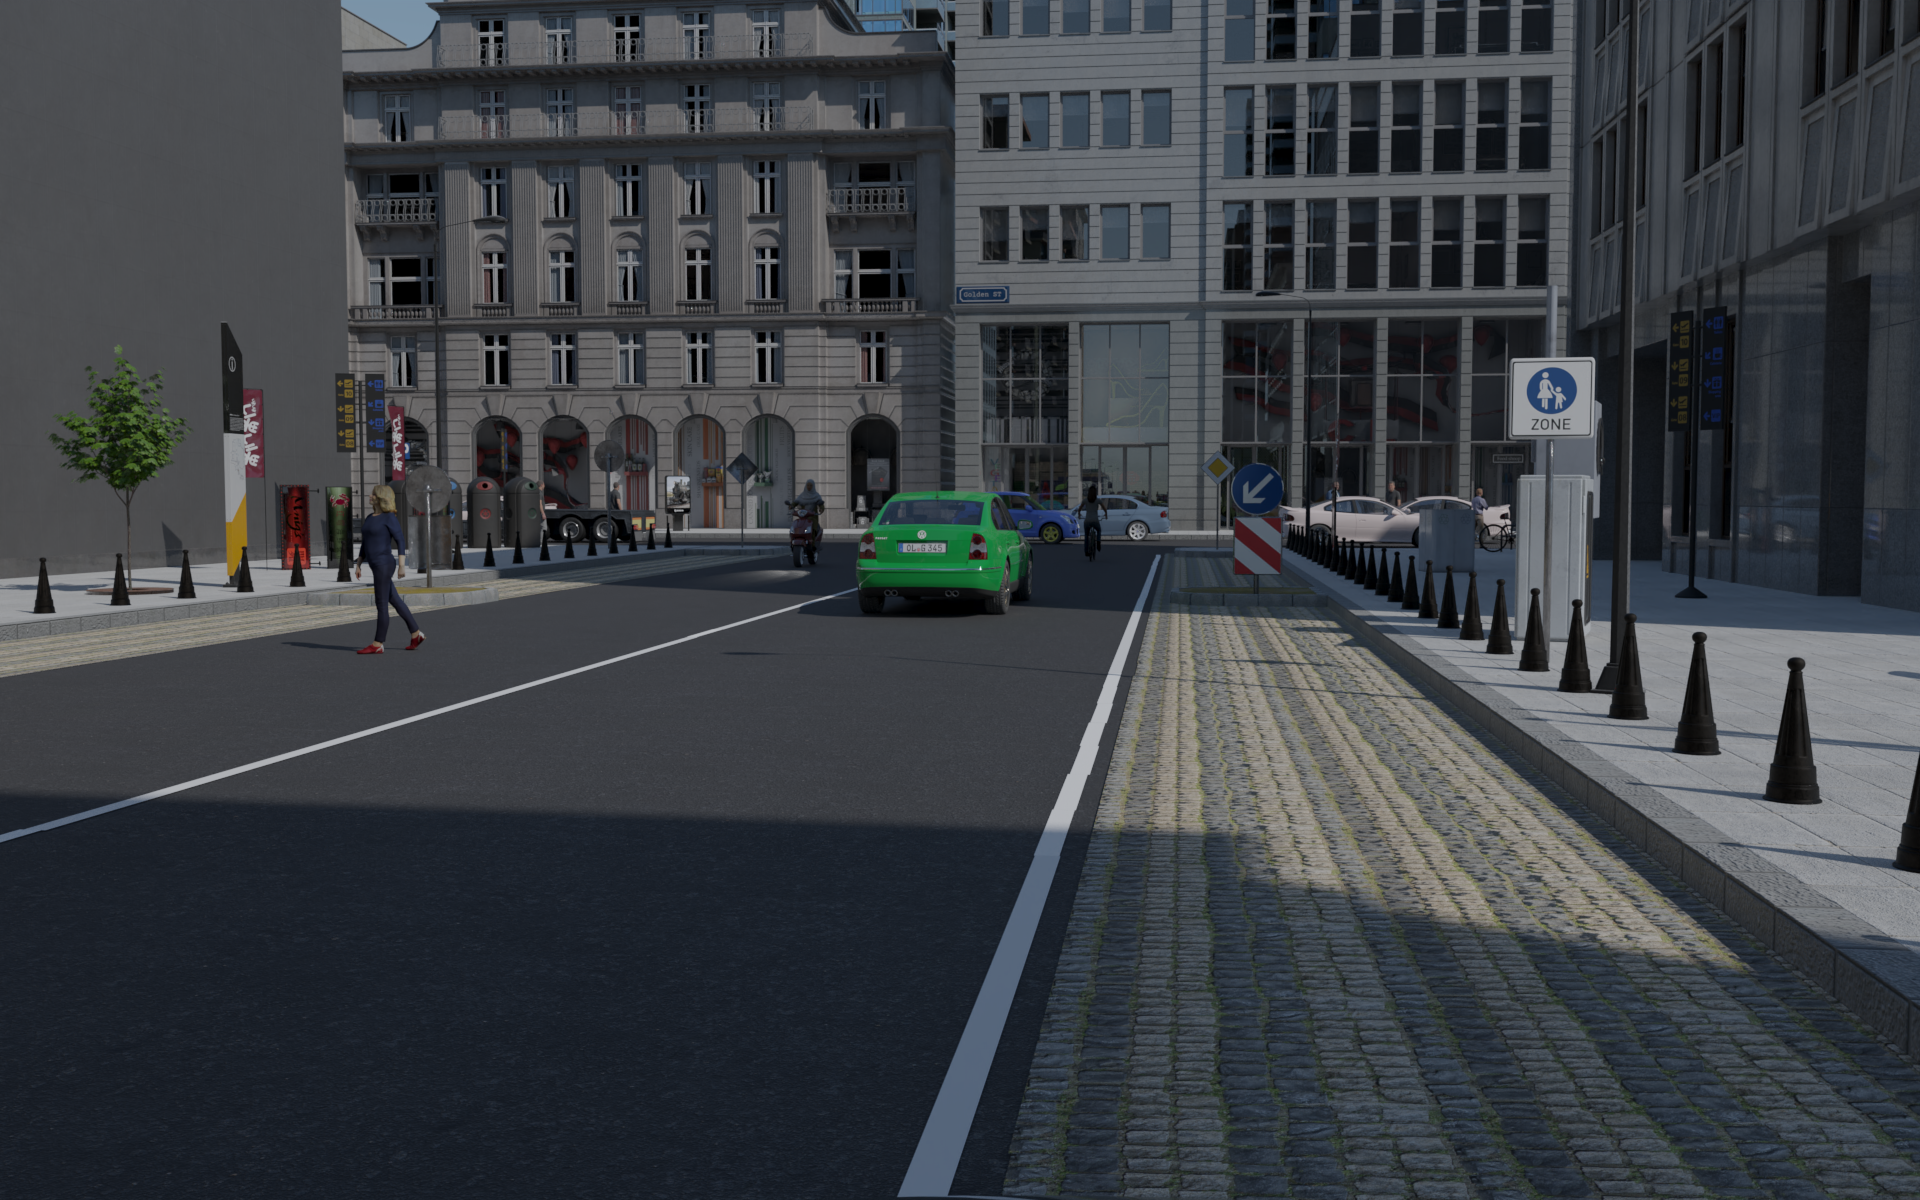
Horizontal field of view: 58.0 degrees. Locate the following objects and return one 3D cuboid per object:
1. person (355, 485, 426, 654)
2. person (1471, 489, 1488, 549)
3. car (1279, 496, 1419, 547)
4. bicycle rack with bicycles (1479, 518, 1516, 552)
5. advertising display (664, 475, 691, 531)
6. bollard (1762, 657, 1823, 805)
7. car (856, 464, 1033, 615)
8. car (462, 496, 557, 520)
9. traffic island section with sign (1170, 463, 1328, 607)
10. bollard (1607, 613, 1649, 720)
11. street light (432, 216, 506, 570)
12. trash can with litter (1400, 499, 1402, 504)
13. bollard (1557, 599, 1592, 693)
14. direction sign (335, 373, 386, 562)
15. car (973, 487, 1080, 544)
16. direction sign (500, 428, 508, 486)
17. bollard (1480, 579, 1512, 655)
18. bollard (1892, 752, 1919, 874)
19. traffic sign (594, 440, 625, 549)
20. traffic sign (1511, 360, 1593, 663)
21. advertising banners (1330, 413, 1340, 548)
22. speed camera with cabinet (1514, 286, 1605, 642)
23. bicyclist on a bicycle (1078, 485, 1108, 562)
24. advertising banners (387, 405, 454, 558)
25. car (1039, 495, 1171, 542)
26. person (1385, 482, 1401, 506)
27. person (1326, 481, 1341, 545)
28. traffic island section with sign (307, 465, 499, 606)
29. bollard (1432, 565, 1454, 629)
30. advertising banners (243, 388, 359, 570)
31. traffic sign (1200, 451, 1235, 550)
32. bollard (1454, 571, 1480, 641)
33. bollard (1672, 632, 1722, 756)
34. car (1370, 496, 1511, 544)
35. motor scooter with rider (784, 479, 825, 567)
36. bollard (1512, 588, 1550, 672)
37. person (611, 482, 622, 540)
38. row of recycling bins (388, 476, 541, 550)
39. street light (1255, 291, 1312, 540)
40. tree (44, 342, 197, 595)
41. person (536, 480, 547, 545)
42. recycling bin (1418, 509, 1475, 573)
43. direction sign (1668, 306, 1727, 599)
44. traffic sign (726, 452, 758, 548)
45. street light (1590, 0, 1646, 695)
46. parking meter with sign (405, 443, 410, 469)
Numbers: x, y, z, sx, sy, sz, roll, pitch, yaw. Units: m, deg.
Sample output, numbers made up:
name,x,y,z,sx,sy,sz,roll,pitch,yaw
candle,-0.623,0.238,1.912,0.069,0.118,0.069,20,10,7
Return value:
name,x,y,z,sx,sy,sz,roll,pitch,yaw
person,-5.161,-0.283,15.664,0.480,1.512,0.613,2,4,26
person,13.650,-2.143,45.608,0.319,1.574,0.516,-2,4,-31
car,11.020,-2.106,46.798,4.827,1.381,2.083,1,4,8
bicycle rack with bicycles,13.233,-1.539,38.552,2.925,0.926,2.852,2,4,26
advertising display,-9.763,-3.346,59.915,0.974,1.923,0.123,-3,5,-40
bollard,3.488,0.538,7.240,0.229,0.601,0.229,0,3,0
car,-0.111,-0.811,22.057,1.959,1.807,4.718,1,4,8
car,-15.475,-2.687,56.290,4.827,1.381,2.083,0,4,7
traffic island section with sign,3.786,-0.872,22.884,1.989,1.847,2.006,0,4,7
bollard,3.829,0.375,9.908,0.229,0.601,0.229,0,3,0
street light,-8.261,-3.460,29.113,1.470,5.913,1.316,0,4,7
trash can with litter,14.112,-2.818,57.134,1.678,1.210,2.233,-2,4,-34
bollard,4.001,0.294,11.241,0.229,0.601,0.229,0,3,0
direction sign,-11.258,-2.483,32.598,0.876,3.537,0.379,-1,4,-13
car,1.626,-2.485,50.219,3.694,1.707,1.945,1,4,9
direction sign,-15.840,-4.173,60.224,0.379,3.537,0.876,0,4,-2
bollard,4.341,0.130,13.917,0.229,0.601,0.229,0,3,0
bollard,3.320,0.620,5.911,0.229,0.601,0.229,0,3,0
traffic sign,-8.233,-2.477,40.613,0.768,2.556,0.104,1,4,13
traffic sign,4.456,-0.672,13.109,0.606,2.300,0.079,1,4,14
advertising banners,8.307,-2.579,38.352,0.090,3.025,2.074,1,4,10
speed camera with cabinet,5.517,-1.316,15.850,0.660,3.252,2.038,2,4,24
bicyclist on a bicycle,2.837,-1.657,37.115,1.499,1.676,1.625,1,4,9
advertising banners,-10.918,-2.379,35.084,0.090,3.025,2.074,1,4,19
car,4.209,-2.519,53.191,4.499,1.417,2.014,0,4,7
person,12.933,-2.658,52.087,0.434,1.807,0.598,-2,4,-26
person,10.521,-2.450,48.739,0.419,1.800,0.721,2,4,34
traffic island section with sign,-7.252,-0.875,22.940,1.989,1.847,2.006,0,4,7
bollard,4.680,-0.033,16.573,0.229,0.601,0.229,0,3,0
advertising banners,-11.205,-2.021,29.227,2.074,3.025,0.090,-3,5,-40
traffic sign,5.943,-2.222,39.974,0.795,2.450,0.064,0,4,7
bollard,4.510,0.049,15.245,0.229,0.601,0.229,0,3,0
bollard,3.656,0.456,8.580,0.229,0.601,0.229,0,3,0
car,13.572,-2.338,50.583,4.827,1.381,2.083,0,4,8
motor scooter with rider,-3.100,-1.565,34.560,0.876,1.779,1.986,0,4,6
bollard,4.170,0.212,12.570,0.229,0.601,0.229,0,3,0
person,-10.637,-2.761,53.773,0.434,1.807,0.598,-2,4,-33
row of recycling bins,-11.701,-2.063,40.837,3.534,1.692,1.069,-2,4,-30
street light,7.458,-4.110,39.733,1.470,5.913,1.316,0,4,7
tree,-10.873,-1.693,22.290,1.663,3.219,1.824,0,3,0
person,-11.322,-2.335,46.801,0.434,1.807,0.598,-1,4,-18
recycling bin,8.036,-0.982,28.604,0.722,1.027,0.722,0,4,-4
direction sign,9.049,-1.794,21.328,0.379,3.537,0.876,-1,4,-21
traffic sign,-5.209,-2.310,41.411,0.795,2.450,0.064,0,4,7
street light,3.714,-2.357,11.075,1.470,5.913,1.316,0,4,7
parking meter with sign,-18.090,-3.823,58.773,1.738,3.016,0.543,1,4,13
